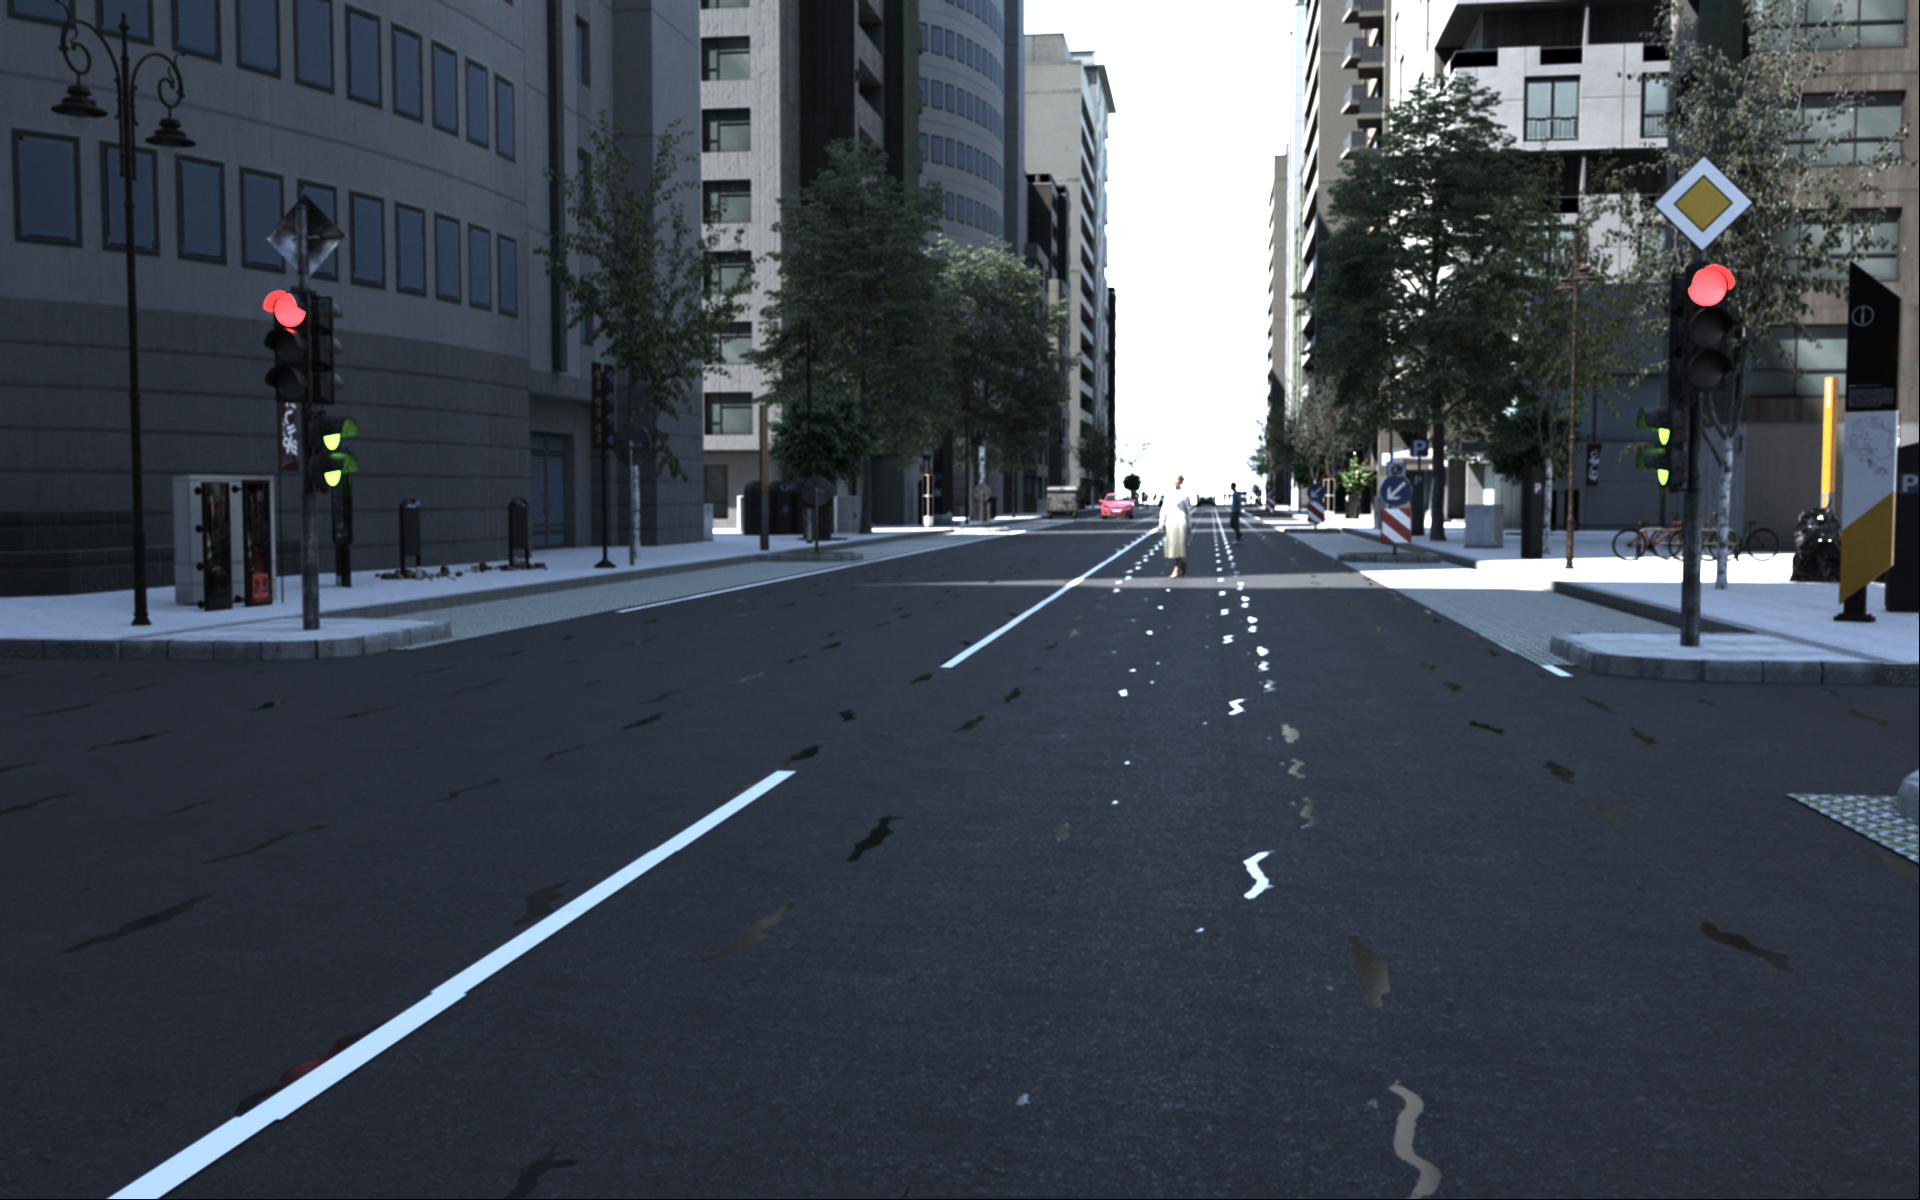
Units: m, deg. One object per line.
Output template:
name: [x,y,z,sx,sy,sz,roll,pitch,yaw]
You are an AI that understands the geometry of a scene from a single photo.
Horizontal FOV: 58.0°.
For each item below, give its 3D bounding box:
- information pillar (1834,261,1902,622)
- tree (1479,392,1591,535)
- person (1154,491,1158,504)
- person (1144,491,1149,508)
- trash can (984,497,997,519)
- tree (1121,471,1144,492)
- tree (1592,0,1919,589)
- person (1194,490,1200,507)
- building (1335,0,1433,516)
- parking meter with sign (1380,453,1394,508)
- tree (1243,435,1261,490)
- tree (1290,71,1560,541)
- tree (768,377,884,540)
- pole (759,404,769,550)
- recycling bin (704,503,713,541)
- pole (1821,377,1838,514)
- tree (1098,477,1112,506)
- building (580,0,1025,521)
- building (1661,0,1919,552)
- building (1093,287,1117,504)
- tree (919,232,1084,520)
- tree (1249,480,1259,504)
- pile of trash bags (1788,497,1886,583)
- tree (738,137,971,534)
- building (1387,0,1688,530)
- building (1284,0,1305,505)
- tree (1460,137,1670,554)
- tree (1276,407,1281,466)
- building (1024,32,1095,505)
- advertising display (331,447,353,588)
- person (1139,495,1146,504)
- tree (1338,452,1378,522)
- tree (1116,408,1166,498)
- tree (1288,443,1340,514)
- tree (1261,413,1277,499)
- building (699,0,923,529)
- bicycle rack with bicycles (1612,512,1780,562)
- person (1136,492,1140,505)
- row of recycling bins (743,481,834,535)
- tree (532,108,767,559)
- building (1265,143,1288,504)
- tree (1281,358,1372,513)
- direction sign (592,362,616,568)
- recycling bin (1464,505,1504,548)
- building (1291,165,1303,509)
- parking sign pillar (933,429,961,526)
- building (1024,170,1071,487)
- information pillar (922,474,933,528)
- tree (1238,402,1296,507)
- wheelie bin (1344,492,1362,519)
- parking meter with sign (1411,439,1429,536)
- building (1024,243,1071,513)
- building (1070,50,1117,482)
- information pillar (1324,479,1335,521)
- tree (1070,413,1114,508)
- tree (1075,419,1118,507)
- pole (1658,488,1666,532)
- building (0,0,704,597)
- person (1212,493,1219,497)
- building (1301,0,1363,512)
information pillar: [9.097,-1.589,17.331,0.504,3.616,0.183,3,5,43]
tree: [18.198,-4.361,55.008,4.285,4.588,4.351,0,3,0]
person: [28.133,-14.680,248.390,0.709,1.838,0.599,2,4,28]
person: [19.153,-10.315,177.979,0.721,1.723,1.217,2,4,23]
trash can: [1.560,-4.750,89.323,0.748,1.137,0.748,0,3,0]
tree: [23.700,-15.547,237.912,4.285,4.588,4.351,0,3,0]
tree: [10.457,-4.464,23.351,4.360,8.622,3.978,0,3,0]
person: [25.884,-11.037,188.939,0.705,1.826,1.348,2,4,35]
building: [35.754,-27.813,109.359,22.147,44.769,28.867,1,4,8]
parking meter with sign: [17.803,-4.662,72.490,0.543,3.016,1.738,1,4,18]
tree: [35.321,-15.339,201.149,4.360,8.622,3.978,0,3,0]
tree: [12.819,-7.911,47.466,7.486,12.596,7.792,0,3,0]
tree: [-3.850,-3.977,48.736,4.285,4.588,4.351,0,3,0]
pole: [-4.470,-2.793,39.515,0.158,3.312,0.155,0,3,0]
recycling bin: [-7.249,-2.139,47.522,0.722,1.027,0.722,-3,4,-38]
pole: [15.233,-2.234,30.362,0.158,3.312,0.155,0,3,0]
tree: [15.728,-12.011,190.988,1.663,3.219,1.824,0,3,0]
building: [-7.957,-34.507,106.194,21.231,58.520,28.212,1,4,8]
building: [25.436,-16.629,43.590,14.160,30.474,14.107,1,4,8]
building: [13.645,-28.216,233.033,14.160,30.474,14.107,1,4,8]
tree: [0.859,-10.902,84.903,9.857,13.997,8.962,0,3,0]
tree: [40.020,-14.742,235.633,1.663,3.219,1.824,0,3,0]
pile of trash bags: [13.747,-1.011,26.282,1.912,1.369,3.447,2,4,33]
tree: [-3.295,-8.442,56.154,7.486,12.596,7.792,0,3,0]
building: [33.035,-29.524,71.953,28.713,52.752,27.495,1,4,8]
building: [49.876,-40.709,207.598,21.231,58.520,28.212,1,4,8]
tree: [12.757,-5.279,36.666,4.737,8.622,4.395,0,3,0]
tree: [20.884,-9.238,101.408,4.360,8.622,3.978,0,3,0]
building: [3.202,-34.507,187.890,21.300,48.544,21.600,1,4,8]
advertising display: [-8.602,-1.155,24.105,0.123,1.923,0.974,-2,4,-29]
person: [23.961,-13.323,226.428,1.348,1.812,0.705,2,4,35]
tree: [18.230,-5.234,80.173,1.663,3.219,1.824,0,3,0]
tree: [24.493,-20.692,248.689,12.009,13.543,11.850,0,3,0]
tree: [22.713,-7.790,111.074,4.285,4.588,4.351,0,3,0]
tree: [23.228,-10.342,119.459,4.360,8.622,3.978,0,3,0]
building: [-9.530,-18.179,68.927,14.160,30.474,14.107,1,4,8]
bicycle rack with bicycles: [14.258,-1.232,33.533,2.925,0.926,2.852,2,4,24]
person: [22.554,-12.832,218.976,0.621,1.740,0.551,-1,4,-23]
row of recycling bins: [-5.504,-2.955,55.424,1.069,1.692,3.534,3,5,42]
tree: [-6.162,-5.117,34.022,4.737,8.622,4.395,0,3,0]
building: [52.544,-37.303,233.599,21.300,48.544,21.600,1,4,8]
tree: [20.086,-8.730,93.097,4.360,8.622,3.978,0,3,0]
direction sign: [-6.208,-2.336,30.192,0.379,3.537,0.876,1,4,11]
recycling bin: [12.509,-1.761,41.346,0.722,1.027,0.722,3,4,36]
building: [36.874,-23.340,153.314,14.160,30.474,14.107,1,4,8]
parking sign pillar: [-0.693,-5.041,70.886,1.447,3.967,1.447,1,4,19]
building: [2.383,-23.534,156.484,14.160,30.474,14.107,1,4,8]
information pillar: [-1.208,-3.702,65.022,0.304,2.012,0.304,3,5,39]
tree: [31.865,-14.668,174.241,8.767,10.594,7.601,3,4,39]
wheelie bin: [20.105,-4.931,88.526,0.693,1.594,0.980,3,5,40]
parking meter with sign: [14.334,-3.547,54.247,0.543,3.016,1.738,1,4,18]
building: [-6.286,-17.788,135.880,27.650,21.520,28.899,1,4,8]
building: [4.162,-38.135,212.741,28.713,52.752,27.495,1,4,8]
information pillar: [17.937,-4.851,83.807,0.304,2.012,0.304,0,4,-1]
tree: [12.031,-12.607,156.493,4.360,8.622,3.978,0,3,0]
tree: [12.931,-13.277,167.436,4.737,8.622,4.395,0,3,0]
pole: [23.915,-3.982,58.944,0.158,3.312,0.155,0,3,0]
building: [-19.262,-29.998,32.463,21.231,58.520,28.212,1,4,8]
person: [36.219,-14.474,245.824,1.217,1.739,0.721,1,4,20]
building: [38.017,-31.247,134.593,21.300,48.544,21.600,1,4,8]
